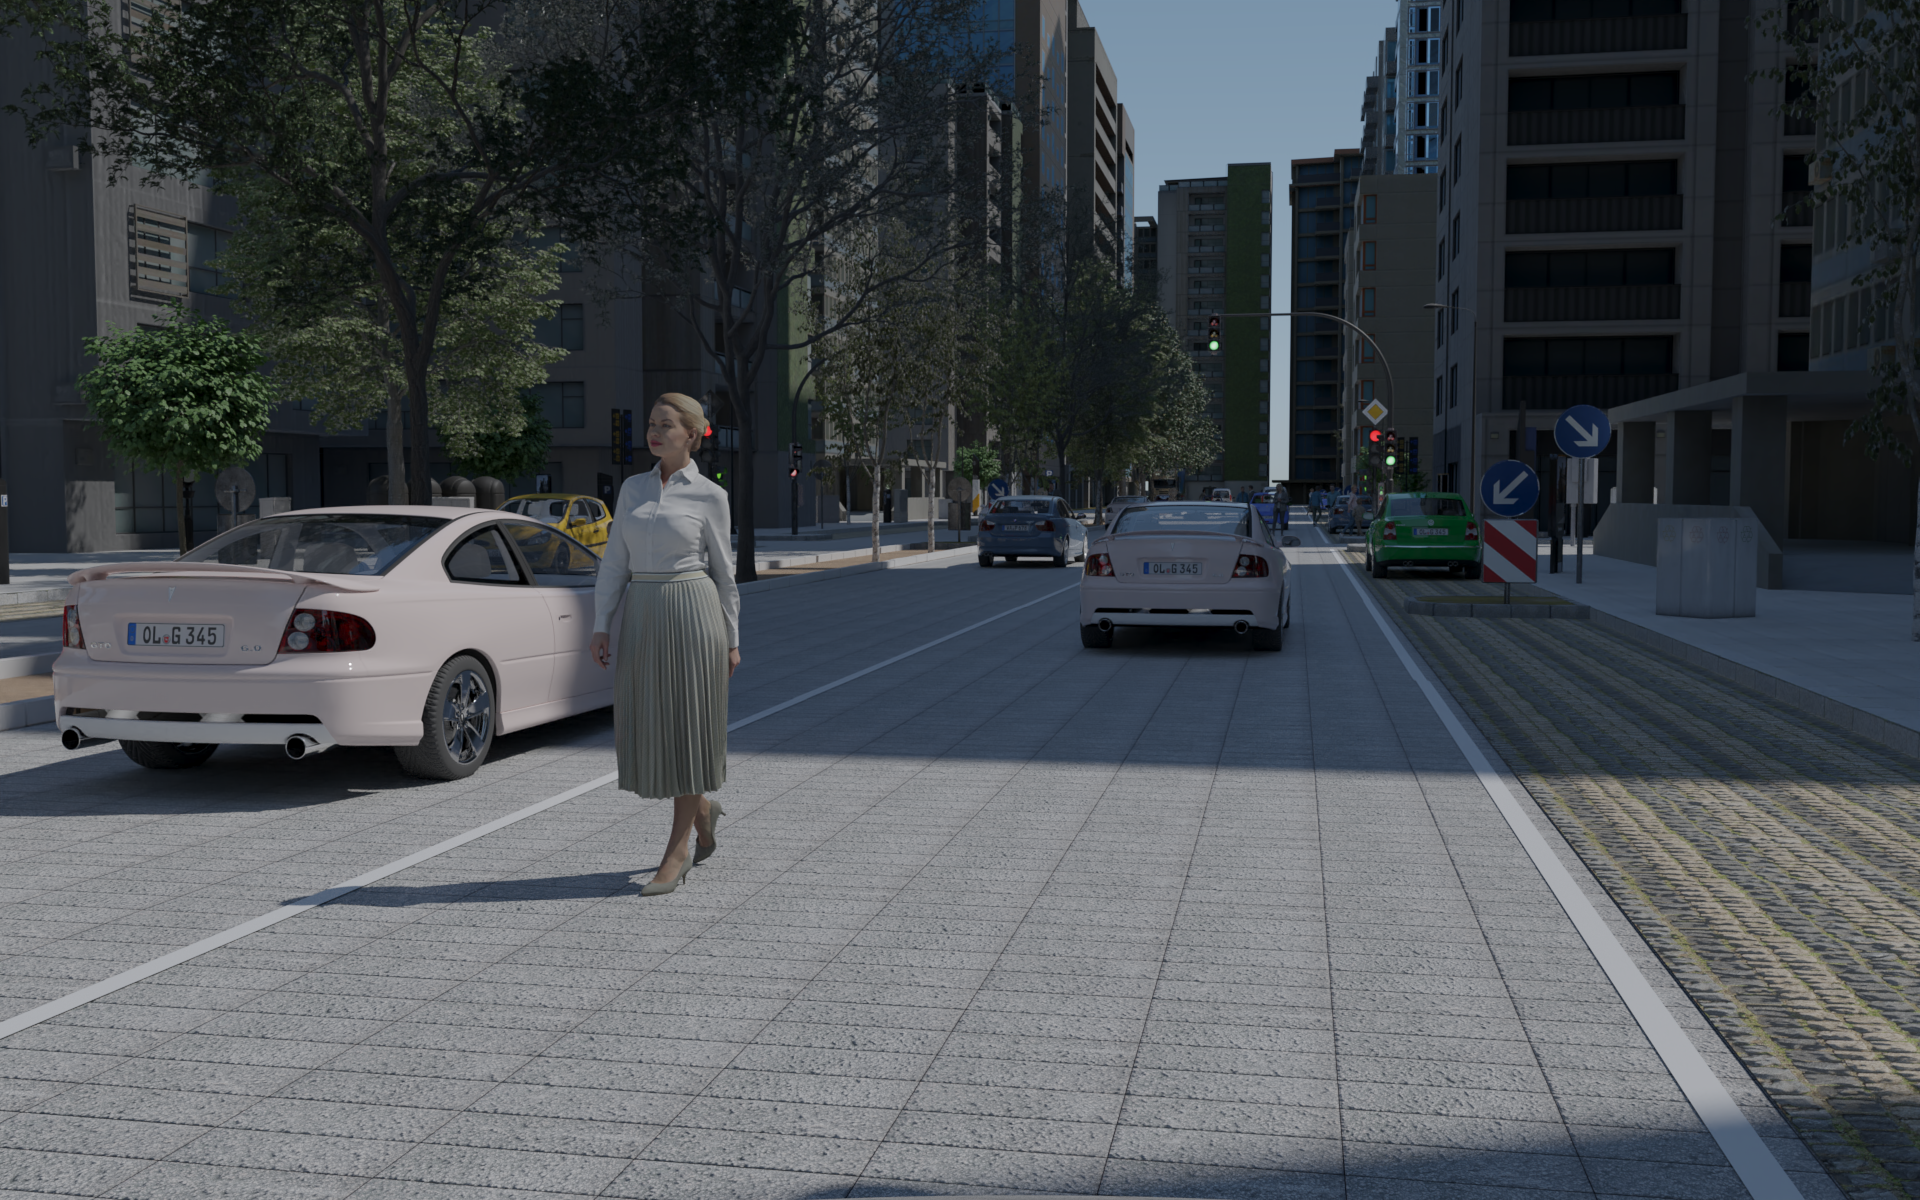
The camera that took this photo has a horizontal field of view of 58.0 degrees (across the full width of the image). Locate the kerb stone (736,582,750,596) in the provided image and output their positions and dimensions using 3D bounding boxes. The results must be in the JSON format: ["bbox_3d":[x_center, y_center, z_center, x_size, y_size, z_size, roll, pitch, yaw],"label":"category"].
[{"bbox_3d":[-3.188,-0.127,24.268,0.120,0.150,1.000,1,4,11],"label":"kerb stone"}]

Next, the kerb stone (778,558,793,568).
[{"bbox_3d":[-3.504,-0.704,33.719,0.120,0.150,1.000,1,4,11],"label":"kerb stone"}]

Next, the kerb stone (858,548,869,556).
[{"bbox_3d":[-2.334,-1.074,39.753,0.120,0.150,1.000,1,4,11],"label":"kerb stone"}]

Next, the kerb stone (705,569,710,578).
[{"bbox_3d":[-4.282,-0.458,29.686,0.120,0.150,1.000,1,4,11],"label":"kerb stone"}]

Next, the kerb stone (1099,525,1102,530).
[{"bbox_3d":[5.458,-2.865,69.081,0.120,0.150,1.000,1,4,11],"label":"kerb stone"}]

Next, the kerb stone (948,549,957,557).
[{"bbox_3d":[-0.280,-1.046,39.348,0.120,0.150,1.000,1,4,11],"label":"kerb stone"}]

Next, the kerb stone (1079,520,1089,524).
[{"bbox_3d":[5.925,-3.693,82.569,0.120,0.150,1.000,1,4,11],"label":"kerb stone"}]

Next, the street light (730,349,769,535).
[{"bbox_3d":[-6.665,-5.014,54.513,1.470,5.913,1.316,1,4,11],"label":"street light"}]

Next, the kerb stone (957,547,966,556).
[{"bbox_3d":[-0.082,-1.110,40.351,0.120,0.150,1.000,1,4,11],"label":"kerb stone"}]

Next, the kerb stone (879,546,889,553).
[{"bbox_3d":[-1.947,-1.197,41.760,0.120,0.150,1.000,1,4,11],"label":"kerb stone"}]

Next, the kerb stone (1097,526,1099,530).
[{"bbox_3d":[5.261,-2.802,68.078,0.120,0.150,1.000,1,4,11],"label":"kerb stone"}]

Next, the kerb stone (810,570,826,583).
[{"bbox_3d":[-2.421,-0.373,28.288,0.120,0.150,1.000,1,4,11],"label":"kerb stone"}]

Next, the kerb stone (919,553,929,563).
[{"bbox_3d":[-0.858,-0.865,36.335,0.120,0.150,1.000,1,4,11],"label":"kerb stone"}]

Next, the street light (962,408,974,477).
[{"bbox_3d":[0.663,-7.330,92.388,1.470,5.913,1.316,1,4,11],"label":"street light"}]

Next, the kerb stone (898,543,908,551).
[{"bbox_3d":[-1.555,-1.317,43.773,0.120,0.150,1.000,1,4,11],"label":"kerb stone"}]

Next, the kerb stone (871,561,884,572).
[{"bbox_3d":[-1.637,-0.619,32.316,0.120,0.150,1.000,1,4,11],"label":"kerb stone"}]

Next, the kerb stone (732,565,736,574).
[{"bbox_3d":[-4.086,-0.518,30.697,0.120,0.150,1.000,1,4,11],"label":"kerb stone"}]

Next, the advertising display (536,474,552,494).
[{"bbox_3d":[-13.309,-3.069,55.398,0.123,1.923,0.974,-3,4,-37],"label":"advertising display"}]

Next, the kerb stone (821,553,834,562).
[{"bbox_3d":[-2.921,-0.890,36.739,0.120,0.150,1.000,1,4,11],"label":"kerb stone"}]

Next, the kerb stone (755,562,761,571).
[{"bbox_3d":[-3.893,-0.578,31.706,0.120,0.150,1.000,1,4,11],"label":"kerb stone"}]

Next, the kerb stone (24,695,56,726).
[{"bbox_3d":[-5.711,0.674,11.173,0.120,0.150,1.000,1,4,11],"label":"kerb stone"}]

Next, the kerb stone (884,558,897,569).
[{"bbox_3d":[-1.434,-0.669,33.318,0.120,0.150,1.000,1,4,11],"label":"kerb stone"}]

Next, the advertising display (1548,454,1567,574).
[{"bbox_3d":[9.721,-1.405,28.182,0.123,1.923,0.974,2,4,28],"label":"advertising display"}]

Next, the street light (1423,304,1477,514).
[{"bbox_3d":[12.002,-4.270,42.360,1.470,5.913,1.316,1,4,11],"label":"street light"}]

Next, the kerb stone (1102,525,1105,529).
[{"bbox_3d":[5.653,-2.929,70.091,0.120,0.150,1.000,1,4,11],"label":"kerb stone"}]

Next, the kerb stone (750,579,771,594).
[{"bbox_3d":[-2.994,-0.188,25.273,0.120,0.150,1.000,1,4,11],"label":"kerb stone"}]

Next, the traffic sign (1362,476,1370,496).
[{"bbox_3d":[22.320,-5.773,94.497,0.768,2.556,0.104,1,4,19],"label":"traffic sign"}]

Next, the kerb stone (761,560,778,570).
[{"bbox_3d":[-3.695,-0.643,32.715,0.120,0.150,1.000,1,4,11],"label":"kerb stone"}]

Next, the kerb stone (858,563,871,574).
[{"bbox_3d":[-1.829,-0.558,31.312,0.120,0.150,1.000,1,4,11],"label":"kerb stone"}]

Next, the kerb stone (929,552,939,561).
[{"bbox_3d":[-0.658,-0.926,37.339,0.120,0.150,1.000,1,4,11],"label":"kerb stone"}]

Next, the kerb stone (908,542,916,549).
[{"bbox_3d":[-1.364,-1.381,44.777,0.120,0.150,1.000,1,4,11],"label":"kerb stone"}]

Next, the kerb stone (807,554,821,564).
[{"bbox_3d":[-3.114,-0.828,35.735,0.120,0.150,1.000,1,4,11],"label":"kerb stone"}]

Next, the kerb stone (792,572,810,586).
[{"bbox_3d":[-2.599,-0.311,27.281,0.120,0.150,1.000,1,4,11],"label":"kerb stone"}]

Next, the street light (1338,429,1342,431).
[{"bbox_3d":[27.812,-9.292,124.466,1.470,5.913,1.316,1,4,11],"label":"street light"}]

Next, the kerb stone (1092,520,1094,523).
[{"bbox_3d":[6.307,-3.815,84.590,0.120,0.150,1.000,1,4,11],"label":"kerb stone"}]

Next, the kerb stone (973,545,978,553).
[{"bbox_3d":[0.304,-1.232,42.358,0.120,0.150,1.000,1,4,11],"label":"kerb stone"}]

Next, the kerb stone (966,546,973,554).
[{"bbox_3d":[0.108,-1.172,41.355,0.120,0.150,1.000,1,4,11],"label":"kerb stone"}]

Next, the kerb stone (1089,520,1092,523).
[{"bbox_3d":[6.121,-3.755,83.583,0.120,0.150,1.000,1,4,11],"label":"kerb stone"}]

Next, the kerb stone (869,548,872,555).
[{"bbox_3d":[-2.137,-1.133,40.756,0.120,0.150,1.000,1,4,11],"label":"kerb stone"}]

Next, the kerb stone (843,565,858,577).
[{"bbox_3d":[-2.012,-0.496,30.304,0.120,0.150,1.000,1,4,11],"label":"kerb stone"}]

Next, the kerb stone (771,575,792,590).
[{"bbox_3d":[-2.795,-0.248,26.276,0.120,0.150,1.000,1,4,11],"label":"kerb stone"}]

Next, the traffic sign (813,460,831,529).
[{"bbox_3d":[-5.083,-3.898,63.833,0.768,2.556,0.104,1,4,14],"label":"traffic sign"}]

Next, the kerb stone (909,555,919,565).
[{"bbox_3d":[-1.052,-0.797,35.326,0.120,0.150,1.000,1,4,11],"label":"kerb stone"}]

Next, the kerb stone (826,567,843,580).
[{"bbox_3d":[-2.217,-0.430,29.296,0.120,0.150,1.000,1,4,11],"label":"kerb stone"}]

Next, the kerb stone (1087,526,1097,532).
[{"bbox_3d":[5.075,-2.745,67.073,0.120,0.150,1.000,1,4,11],"label":"kerb stone"}]

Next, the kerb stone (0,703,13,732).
[{"bbox_3d":[-5.899,0.736,10.163,0.120,0.150,1.000,1,4,11],"label":"kerb stone"}]

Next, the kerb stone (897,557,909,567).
[{"bbox_3d":[-1.236,-0.742,34.320,0.120,0.150,1.000,1,4,11],"label":"kerb stone"}]

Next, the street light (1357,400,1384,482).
[{"bbox_3d":[20.288,-6.905,85.439,1.470,5.913,1.316,1,4,11],"label":"street light"}]

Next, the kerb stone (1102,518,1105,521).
[{"bbox_3d":[7.862,-4.309,92.643,0.120,0.150,1.000,1,4,11],"label":"kerb stone"}]

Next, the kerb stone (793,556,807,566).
[{"bbox_3d":[-3.308,-0.761,34.731,0.120,0.150,1.000,1,4,11],"label":"kerb stone"}]

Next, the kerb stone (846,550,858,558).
[{"bbox_3d":[-2.530,-1.009,38.750,0.120,0.150,1.000,1,4,11],"label":"kerb stone"}]

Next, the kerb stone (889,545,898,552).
[{"bbox_3d":[-1.757,-1.258,42.764,0.120,0.150,1.000,1,4,11],"label":"kerb stone"}]

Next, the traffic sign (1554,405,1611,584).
[{"bbox_3d":[8.884,-1.509,24.774,0.768,2.556,0.104,1,4,19],"label":"traffic sign"}]

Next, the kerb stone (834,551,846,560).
[{"bbox_3d":[-2.727,-0.951,37.747,0.120,0.150,1.000,1,4,11],"label":"kerb stone"}]

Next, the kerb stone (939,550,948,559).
[{"bbox_3d":[-0.470,-0.988,38.344,0.120,0.150,1.000,1,4,11],"label":"kerb stone"}]
